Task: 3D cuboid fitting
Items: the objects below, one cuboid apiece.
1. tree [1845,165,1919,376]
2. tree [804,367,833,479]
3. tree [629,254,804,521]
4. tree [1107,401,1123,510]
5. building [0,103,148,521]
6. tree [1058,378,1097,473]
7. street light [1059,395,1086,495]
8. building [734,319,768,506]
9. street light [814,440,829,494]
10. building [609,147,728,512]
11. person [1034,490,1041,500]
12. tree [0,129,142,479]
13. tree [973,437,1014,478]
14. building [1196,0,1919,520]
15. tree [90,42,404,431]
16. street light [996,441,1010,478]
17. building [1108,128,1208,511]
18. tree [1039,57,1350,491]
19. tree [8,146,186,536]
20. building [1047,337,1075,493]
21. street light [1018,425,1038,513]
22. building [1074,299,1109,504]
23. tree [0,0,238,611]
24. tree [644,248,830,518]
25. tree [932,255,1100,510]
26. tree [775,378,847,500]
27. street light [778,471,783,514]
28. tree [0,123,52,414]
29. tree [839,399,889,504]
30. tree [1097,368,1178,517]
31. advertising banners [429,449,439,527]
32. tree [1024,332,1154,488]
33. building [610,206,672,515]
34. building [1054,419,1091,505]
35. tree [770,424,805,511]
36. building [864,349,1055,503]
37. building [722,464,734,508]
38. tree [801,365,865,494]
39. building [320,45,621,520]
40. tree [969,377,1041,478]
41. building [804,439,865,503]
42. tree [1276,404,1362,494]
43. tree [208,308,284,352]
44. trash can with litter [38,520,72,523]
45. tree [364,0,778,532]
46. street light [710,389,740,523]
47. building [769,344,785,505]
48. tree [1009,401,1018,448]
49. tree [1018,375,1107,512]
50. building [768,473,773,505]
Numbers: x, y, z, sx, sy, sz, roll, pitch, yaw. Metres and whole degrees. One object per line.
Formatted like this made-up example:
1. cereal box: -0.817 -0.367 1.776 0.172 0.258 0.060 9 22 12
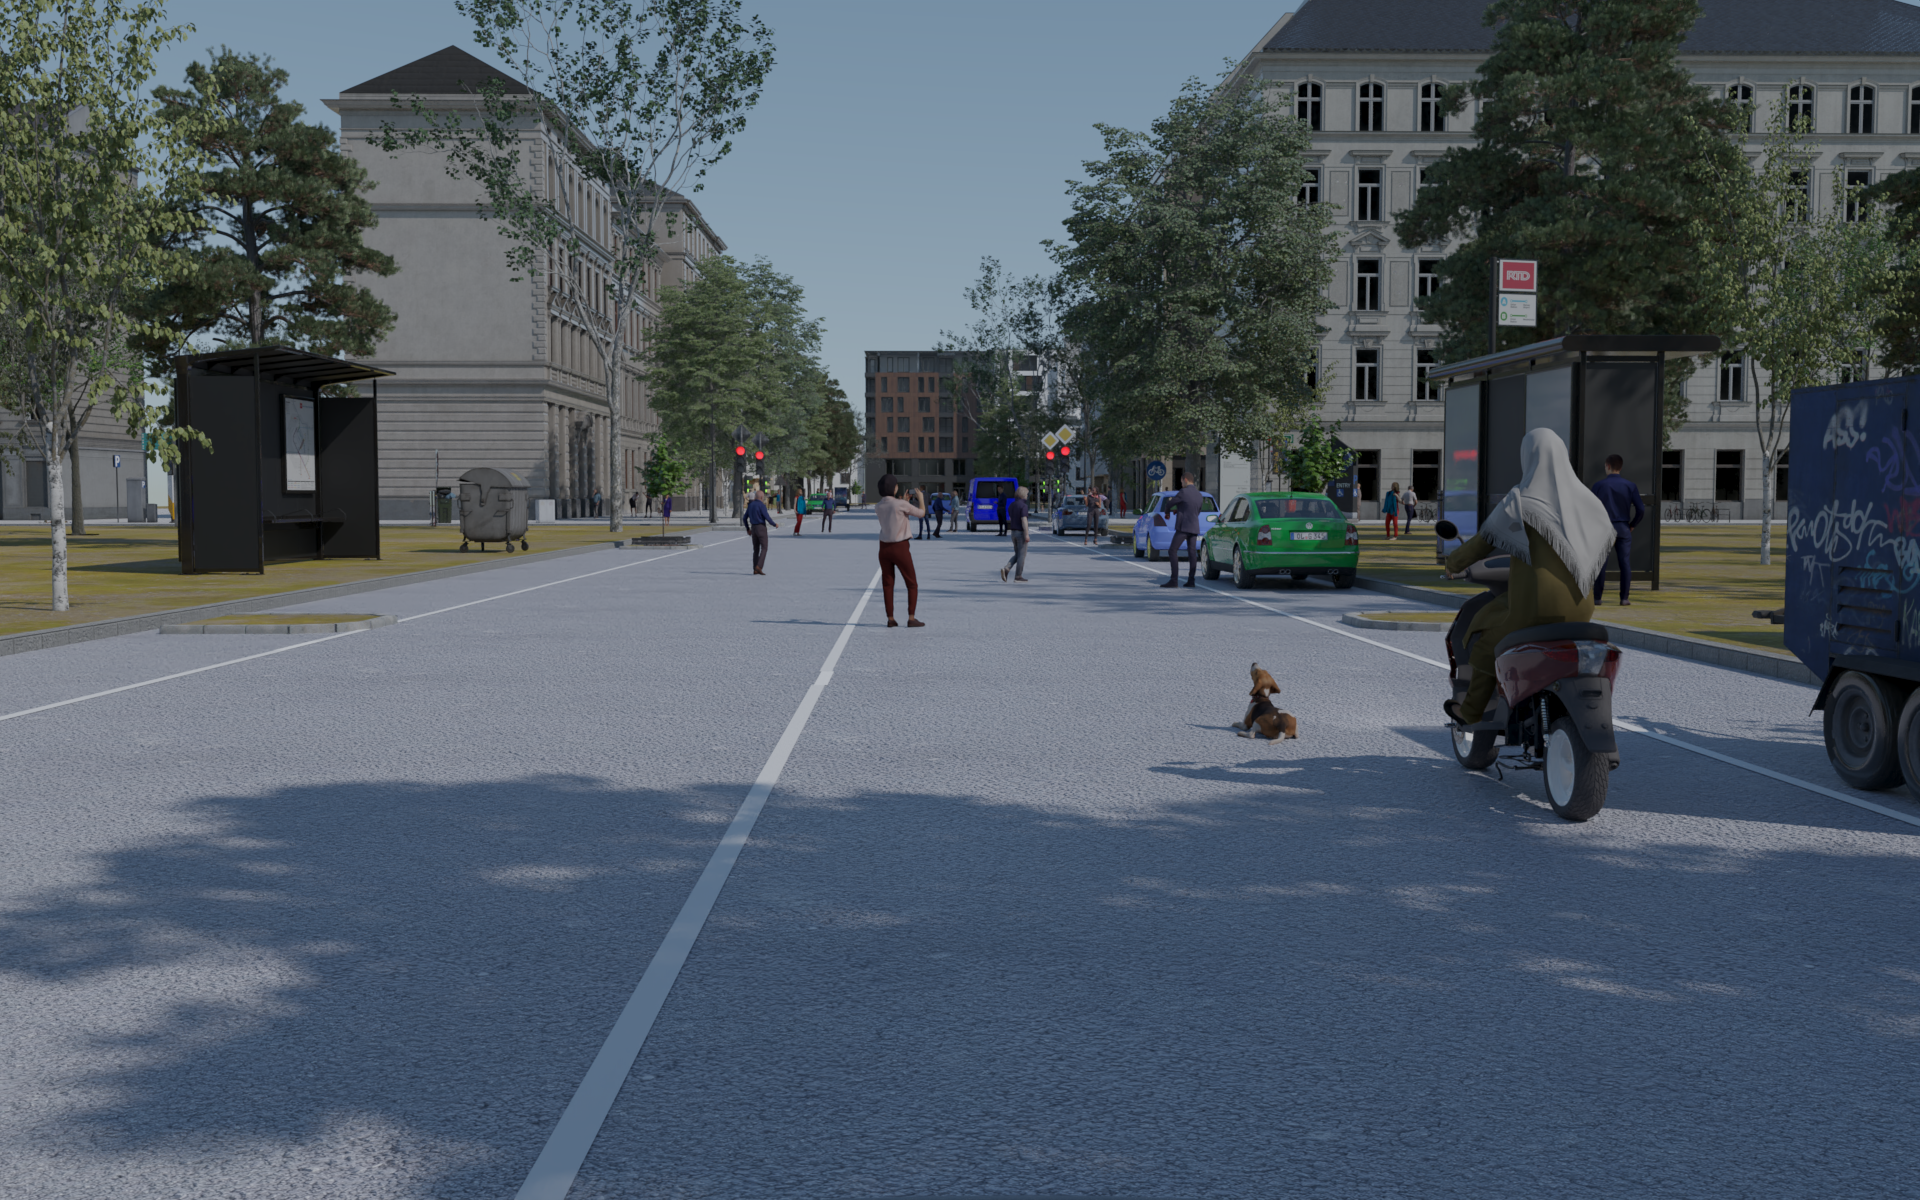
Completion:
1. tree: 22.652 -6.996 36.443 6.751 12.117 7.091 0 3 0
2. tree: -13.503 -13.204 134.011 7.486 12.596 7.792 0 3 0
3. tree: -11.669 -10.019 81.935 7.486 12.596 7.792 0 3 0
4. tree: 10.744 -10.517 122.320 4.360 8.622 3.978 0 3 0
5. building: -52.401 -14.591 87.710 18.267 20.994 9.793 0 4 -1
6. tree: 8.957 -9.065 98.578 4.737 8.622 4.395 0 3 0
7. street light: 5.312 -6.637 81.051 1.470 5.913 1.316 0 4 -1
8. building: -29.401 -20.103 185.097 16.016 20.091 11.380 0 4 -1
9. street light: -11.864 -10.689 147.299 1.470 5.913 1.316 0 4 -1
10. building: -25.865 -20.781 137.025 12.463 27.353 25.104 0 4 -1
11. person: 9.356 -12.381 209.024 0.990 1.755 0.434 -1 4 -11
12. tree: -18.290 -5.150 34.558 4.360 8.622 3.978 0 3 0
13. tree: 3.836 -13.911 177.811 4.737 8.622 4.395 0 3 0
14. building: 35.887 -19.337 92.577 44.131 29.872 17.030 0 4 -1
15. tree: -16.995 -7.337 42.011 6.751 12.117 7.091 0 3 0
16. street light: 3.821 -10.963 151.779 1.470 5.913 1.316 0 4 -1
17. building: 23.069 -20.232 135.309 19.350 26.468 34.151 0 4 -1
18. tree: 7.004 -8.913 52.377 9.857 13.997 8.962 0 3 0
19. tree: -27.480 -7.798 53.258 9.928 11.665 9.643 0 3 0
20. building: 18.931 -21.876 214.086 16.016 20.091 11.380 0 4 -1
21. street light: 4.579 -8.802 116.448 1.470 5.913 1.316 0 4 -1
22. building: 20.290 -19.420 173.934 16.016 20.091 11.380 0 4 -1
23. tree: -9.806 -4.173 18.586 4.737 8.622 4.395 0 3 0
24. tree: -11.631 -11.286 91.174 9.857 13.997 8.962 0 3 0
25. tree: 4.469 -17.244 137.831 12.611 20.169 13.585 0 3 0
26. tree: -13.600 -14.293 155.747 6.751 12.117 7.091 0 3 0
27. street light: -11.077 -8.528 111.969 1.470 5.913 1.316 0 4 -1
28. tree: -25.577 -7.311 41.587 6.751 12.117 7.091 0 3 0
29. tree: -14.238 -19.041 221.689 12.009 13.543 11.850 0 3 0
30. tree: 8.827 -7.809 78.037 4.737 8.622 4.395 0 3 0
31. advertising banners: -20.696 -4.401 68.139 0.090 3.025 2.074 -2 4 -26
32. tree: 6.958 -9.386 87.868 7.601 10.594 8.767 -3 5 -44
33. building: -26.205 -16.994 114.010 11.583 22.565 21.152 0 4 -1
34. building: 15.959 -15.429 194.408 9.099 9.664 28.070 0 4 -1
35. tree: -12.994 -10.674 124.890 4.360 8.622 3.978 0 3 0
36. building: 2.455 -25.294 257.529 32.646 21.610 27.936 0 4 -1
37. building: -25.625 -13.680 165.807 9.099 9.664 28.070 0 4 -1
38. tree: -13.419 -15.914 167.619 7.806 13.903 7.818 0 3 0
39. building: -25.227 -16.163 93.147 11.050 23.489 19.941 0 4 -1
40. tree: 4.740 -15.319 168.590 7.486 12.596 7.792 0 3 0
41. building: -27.693 -18.713 248.096 28.070 9.664 9.099 0 4 -1
42. tree: 7.581 -2.622 37.476 1.663 3.219 1.824 0 3 0
43. tree: -25.708 -6.858 62.494 4.360 8.622 3.978 0 3 0
44. trash can with litter: -40.341 -4.022 76.815 1.678 1.210 2.233 0 4 -4
45. tree: -12.950 -12.418 58.917 12.611 20.169 13.585 0 3 0
46. street light: -10.362 -6.347 76.312 1.470 5.913 1.316 0 4 -1
47. building: -37.748 -21.057 210.741 31.486 18.905 16.747 0 4 -1
48. tree: 5.610 -10.586 123.445 4.360 8.622 3.978 0 3 0
49. tree: 6.409 -9.634 107.873 4.360 8.622 3.978 0 3 0
50. building: -29.490 -20.805 196.579 16.016 20.091 11.380 0 4 -1
